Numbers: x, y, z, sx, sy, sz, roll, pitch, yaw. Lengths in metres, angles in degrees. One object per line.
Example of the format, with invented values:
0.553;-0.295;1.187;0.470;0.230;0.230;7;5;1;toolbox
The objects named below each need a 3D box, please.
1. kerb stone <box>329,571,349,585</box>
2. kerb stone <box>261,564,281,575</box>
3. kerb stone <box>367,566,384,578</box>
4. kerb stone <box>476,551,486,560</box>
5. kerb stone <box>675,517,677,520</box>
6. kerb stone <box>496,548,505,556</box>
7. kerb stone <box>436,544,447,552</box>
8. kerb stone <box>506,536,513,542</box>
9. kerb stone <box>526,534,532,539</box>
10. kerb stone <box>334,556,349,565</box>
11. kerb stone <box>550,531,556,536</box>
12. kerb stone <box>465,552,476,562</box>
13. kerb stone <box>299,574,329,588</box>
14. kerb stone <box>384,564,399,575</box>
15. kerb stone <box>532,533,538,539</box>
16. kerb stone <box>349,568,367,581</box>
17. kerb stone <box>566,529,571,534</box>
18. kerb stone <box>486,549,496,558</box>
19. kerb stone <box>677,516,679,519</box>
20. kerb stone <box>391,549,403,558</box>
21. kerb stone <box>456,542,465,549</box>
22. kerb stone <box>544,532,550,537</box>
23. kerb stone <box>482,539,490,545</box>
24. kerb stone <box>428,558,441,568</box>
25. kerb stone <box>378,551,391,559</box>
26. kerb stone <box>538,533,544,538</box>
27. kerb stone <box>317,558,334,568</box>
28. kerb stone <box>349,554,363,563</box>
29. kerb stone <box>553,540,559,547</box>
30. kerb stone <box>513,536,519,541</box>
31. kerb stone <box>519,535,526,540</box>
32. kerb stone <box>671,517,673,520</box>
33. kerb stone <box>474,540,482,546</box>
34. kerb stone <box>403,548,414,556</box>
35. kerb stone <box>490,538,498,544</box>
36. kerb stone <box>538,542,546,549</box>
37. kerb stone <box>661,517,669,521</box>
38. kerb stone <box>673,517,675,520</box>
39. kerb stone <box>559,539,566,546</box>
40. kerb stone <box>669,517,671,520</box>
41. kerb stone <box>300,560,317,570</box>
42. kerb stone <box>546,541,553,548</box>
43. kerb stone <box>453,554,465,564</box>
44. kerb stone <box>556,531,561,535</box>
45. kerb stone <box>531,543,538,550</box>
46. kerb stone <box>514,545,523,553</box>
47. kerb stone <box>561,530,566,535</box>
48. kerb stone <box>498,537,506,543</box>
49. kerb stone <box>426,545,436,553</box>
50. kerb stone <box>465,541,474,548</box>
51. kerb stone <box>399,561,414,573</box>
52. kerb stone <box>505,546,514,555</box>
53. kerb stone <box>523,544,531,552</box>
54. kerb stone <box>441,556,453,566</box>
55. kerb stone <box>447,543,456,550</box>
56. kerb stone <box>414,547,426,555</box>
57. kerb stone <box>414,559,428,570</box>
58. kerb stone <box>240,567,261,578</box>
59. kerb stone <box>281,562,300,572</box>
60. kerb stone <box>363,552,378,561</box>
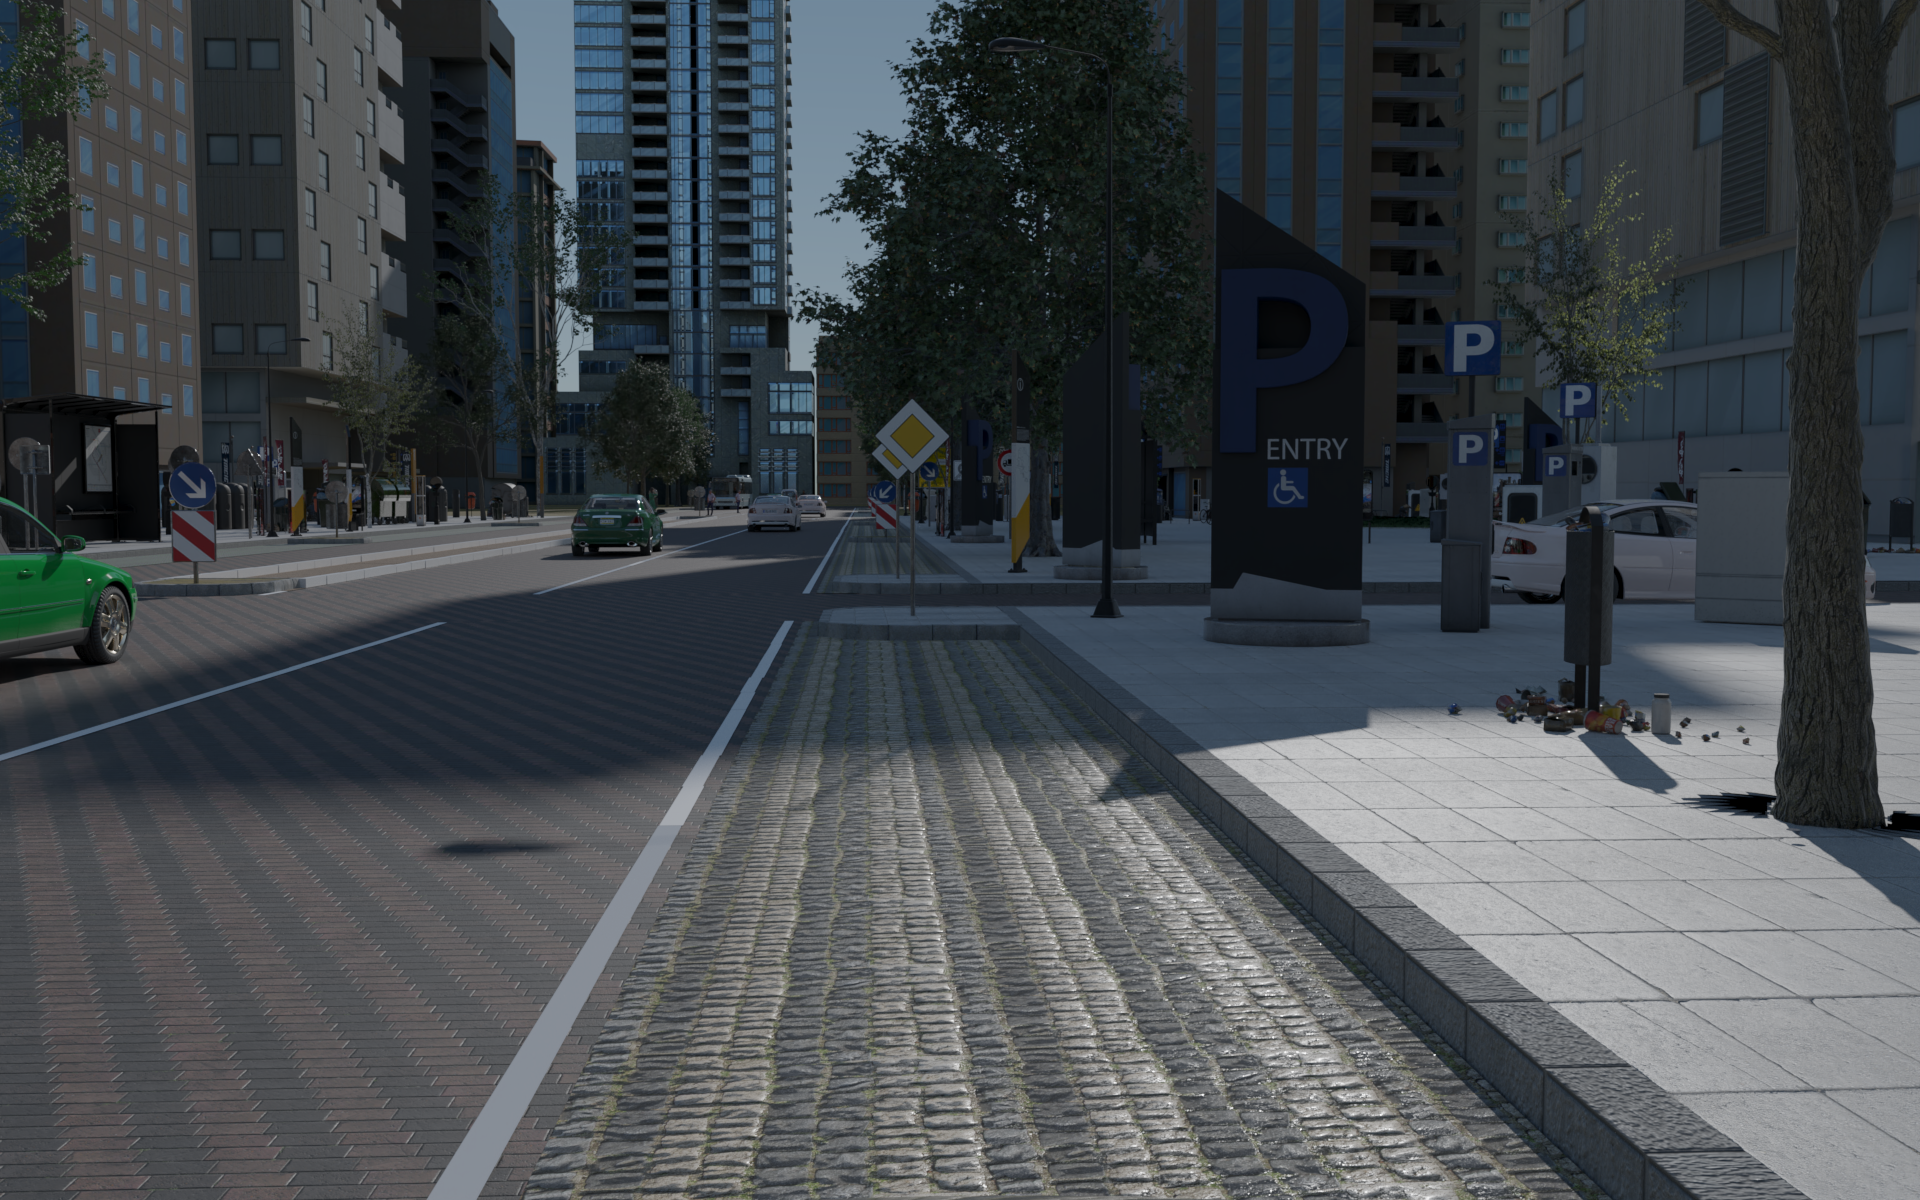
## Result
-10.066;-0.343;27.808;0.120;0.150;1.000;0;4;-3;kerb stone
-12.344;-0.518;30.768;0.120;0.150;1.000;0;4;-3;kerb stone
-10.178;-0.467;29.850;0.120;0.150;1.000;0;4;-3;kerb stone
-10.635;-0.969;38.043;0.120;0.150;1.000;0;4;-3;kerb stone
-15.976;-4.526;96.275;0.120;0.150;1.000;0;4;-3;kerb stone
-10.757;-1.092;40.094;0.120;0.150;1.000;0;4;-3;kerb stone
-13.013;-1.277;43.075;0.120;0.150;1.000;0;4;-3;kerb stone
-13.473;-1.776;51.250;0.120;0.150;1.000;0;4;-3;kerb stone
-13.648;-1.964;54.311;0.120;0.150;1.000;0;4;-3;kerb stone
-12.562;-0.775;34.864;0.120;0.150;1.000;0;4;-3;kerb stone
-13.872;-2.209;58.403;0.120;0.150;1.000;0;4;-3;kerb stone
-10.578;-0.907;37.018;0.120;0.150;1.000;0;4;-3;kerb stone
-10.016;-0.281;26.787;0.120;0.150;1.000;0;4;-3;kerb stone
-10.242;-0.531;30.870;0.120;0.150;1.000;0;4;-3;kerb stone
-13.704;-2.027;55.333;0.120;0.150;1.000;0;4;-3;kerb stone
-10.124;-0.402;28.830;0.120;0.150;1.000;0;4;-3;kerb stone
-14.043;-2.399;61.480;0.120;0.150;1.000;0;4;-3;kerb stone
-10.696;-1.032;39.073;0.120;0.150;1.000;0;4;-3;kerb stone
-16.027;-4.594;97.299;0.120;0.150;1.000;0;4;-3;kerb stone
-12.794;-1.026;38.968;0.120;0.150;1.000;0;4;-3;kerb stone
-13.136;-1.402;45.120;0.120;0.150;1.000;0;4;-3;kerb stone
-13.818;-2.151;57.382;0.120;0.150;1.000;0;4;-3;kerb stone
-13.310;-1.587;48.184;0.120;0.150;1.000;0;4;-3;kerb stone
-10.403;-0.718;33.943;0.120;0.150;1.000;0;4;-3;kerb stone
-12.732;-0.963;37.948;0.120;0.150;1.000;0;4;-3;kerb stone
-13.760;-2.088;56.361;0.120;0.150;1.000;0;4;-3;kerb stone
-12.505;-0.711;33.837;0.120;0.150;1.000;0;4;-3;kerb stone
-12.624;-0.838;35.899;0.120;0.150;1.000;0;4;-3;kerb stone
-11.147;-1.532;47.247;0.120;0.150;1.000;0;4;-3;kerb stone
-13.538;-1.836;52.270;0.120;0.150;1.000;0;4;-3;kerb stone
-13.587;-1.895;53.291;0.120;0.150;1.000;0;4;-3;kerb stone
-15.864;-4.405;94.223;0.120;0.150;1.000;0;4;-3;kerb stone
-13.255;-1.527;47.164;0.120;0.150;1.000;0;4;-3;kerb stone
-12.854;-1.088;39.989;0.120;0.150;1.000;0;4;-3;kerb stone
-13.364;-1.649;49.208;0.120;0.150;1.000;0;4;-3;kerb stone
-11.031;-1.407;45.206;0.120;0.150;1.000;0;4;-3;kerb stone
-15.748;-4.280;92.178;0.120;0.150;1.000;0;4;-3;kerb stone
-15.926;-4.468;95.244;0.120;0.150;1.000;0;4;-3;kerb stone
-11.207;-1.595;48.268;0.120;0.150;1.000;0;4;-3;kerb stone
-15.802;-4.343;93.203;0.120;0.150;1.000;0;4;-3;kerb stone
-12.449;-0.650;32.817;0.120;0.150;1.000;0;4;-3;kerb stone
-11.094;-1.470;46.226;0.120;0.150;1.000;0;4;-3;kerb stone
-10.520;-0.844;35.997;0.120;0.150;1.000;0;4;-3;kerb stone
-13.929;-2.278;59.437;0.120;0.150;1.000;0;4;-3;kerb stone
-10.977;-1.341;44.180;0.120;0.150;1.000;0;4;-3;kerb stone
-10.859;-1.220;42.136;0.120;0.150;1.000;0;4;-3;kerb stone
-13.984;-2.340;60.458;0.120;0.150;1.000;0;4;-3;kerb stone
-13.418;-1.715;50.229;0.120;0.150;1.000;0;4;-3;kerb stone
-12.965;-1.213;42.041;0.120;0.150;1.000;0;4;-3;kerb stone
-13.195;-1.465;46.140;0.120;0.150;1.000;0;4;-3;kerb stone
-10.298;-0.583;31.894;0.120;0.150;1.000;0;4;-3;kerb stone
-10.809;-1.157;41.115;0.120;0.150;1.000;0;4;-3;kerb stone
-10.913;-1.282;43.158;0.120;0.150;1.000;0;4;-3;kerb stone
-10.464;-0.776;34.964;0.120;0.150;1.000;0;4;-3;kerb stone
-13.081;-1.339;44.095;0.120;0.150;1.000;0;4;-3;kerb stone
-12.901;-1.150;41.016;0.120;0.150;1.000;0;4;-3;kerb stone
-10.354;-0.656;32.922;0.120;0.150;1.000;0;4;-3;kerb stone
-12.279;-0.462;29.747;0.120;0.150;1.000;0;4;-3;kerb stone
-12.393;-0.587;31.794;0.120;0.150;1.000;0;4;-3;kerb stone
-12.669;-0.901;36.920;0.120;0.150;1.000;0;4;-3;kerb stone
